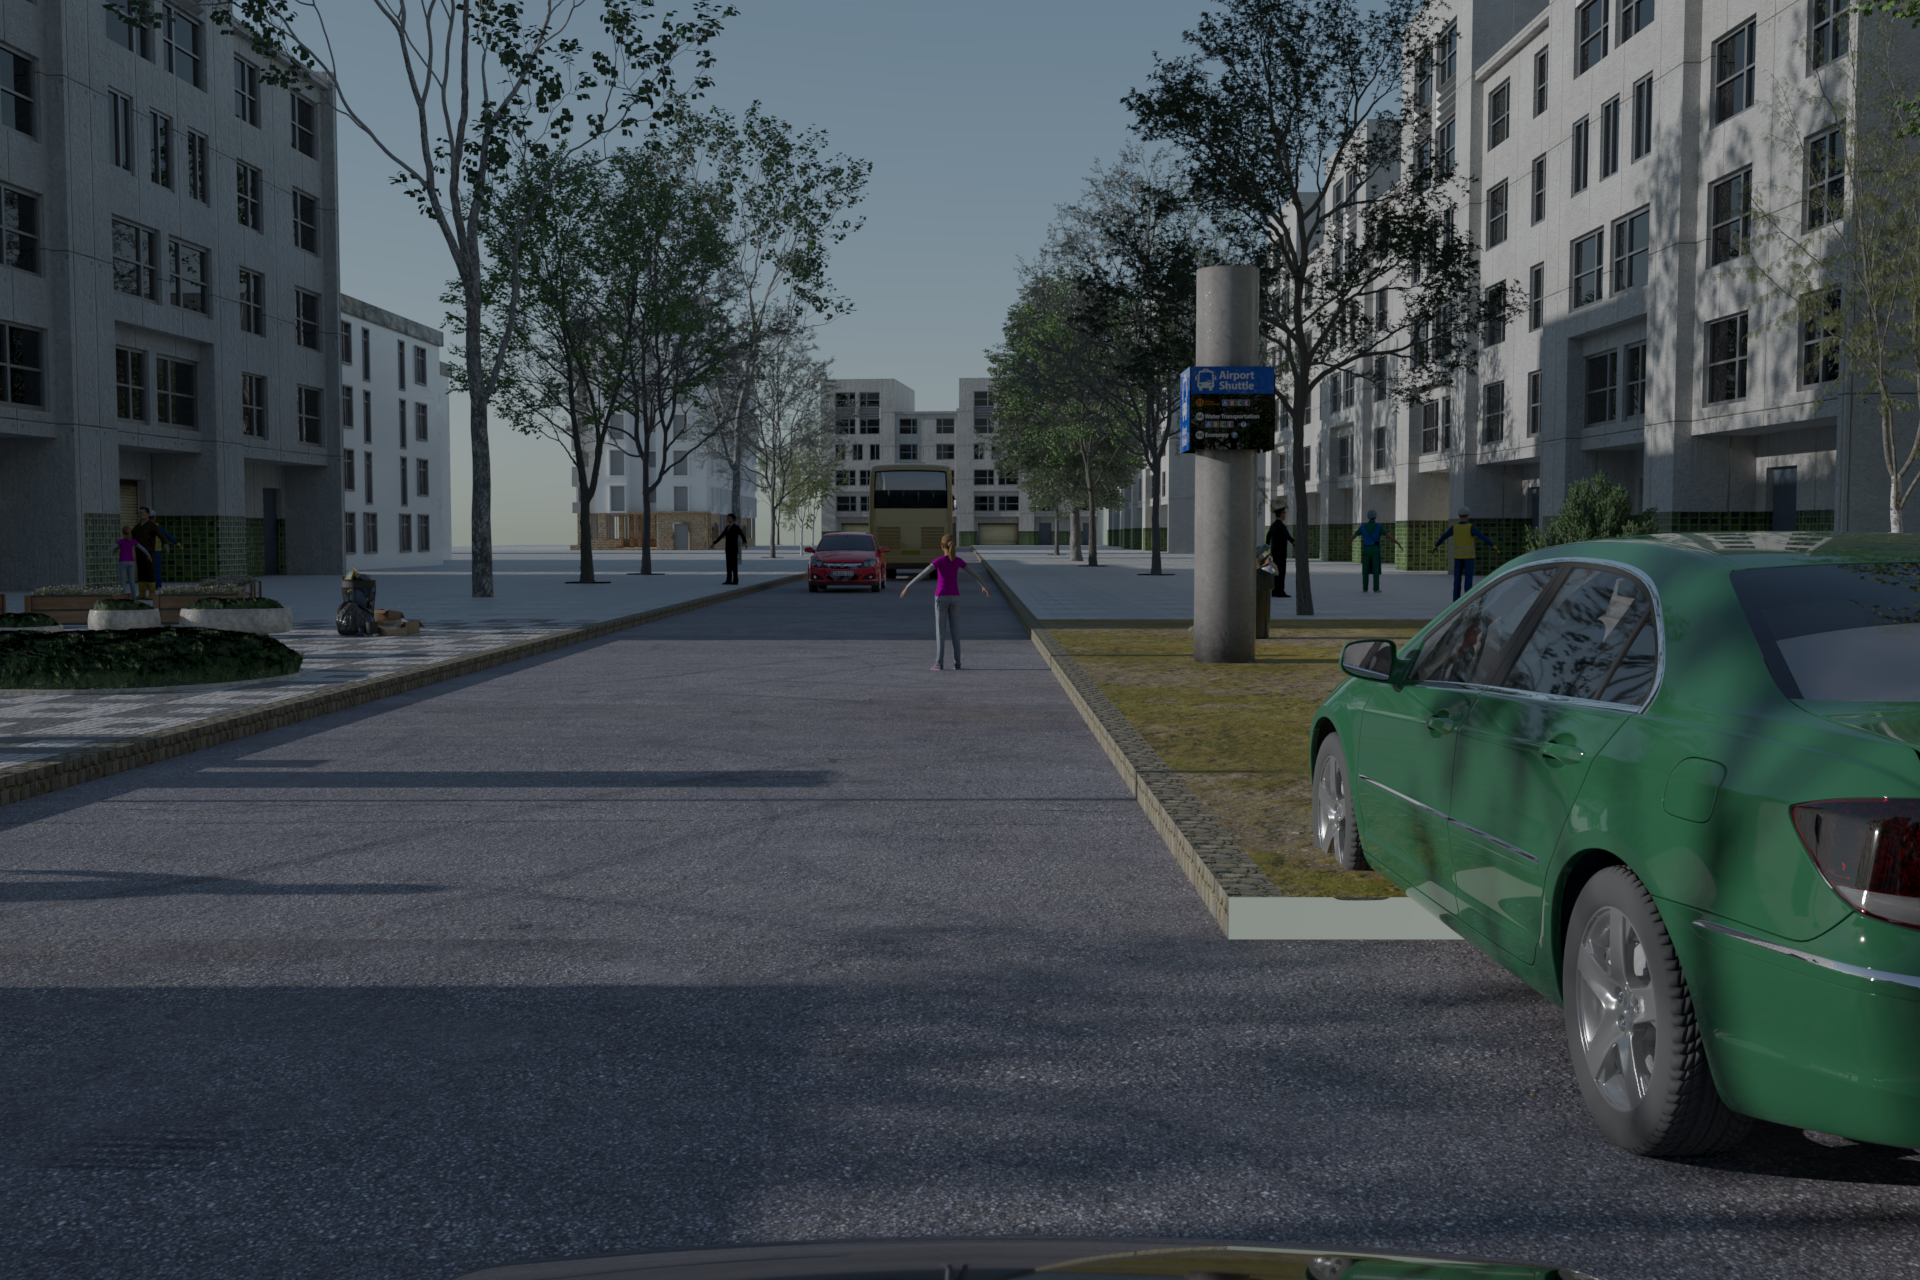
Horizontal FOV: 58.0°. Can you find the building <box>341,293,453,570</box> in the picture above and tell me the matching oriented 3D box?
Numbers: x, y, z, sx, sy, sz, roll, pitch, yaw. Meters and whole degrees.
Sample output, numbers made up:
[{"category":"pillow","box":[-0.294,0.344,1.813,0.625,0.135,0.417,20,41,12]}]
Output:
[{"category":"building","box":[-26.004,-7.951,72.147,9.099,9.664,28.070,0,3,0]}]

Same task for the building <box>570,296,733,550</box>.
[{"category":"building","box":[-24.830,-17.267,138.741,16.016,20.090,11.380,0,4,-1]}]

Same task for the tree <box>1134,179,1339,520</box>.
[{"category":"tree","box":[5.280,-5.264,36.431,4.360,8.622,3.978,0,3,0]}]

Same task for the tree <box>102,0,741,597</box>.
[{"category":"tree","box":[-10.495,-10.860,33.447,12.611,20.169,13.585,0,3,0]}]

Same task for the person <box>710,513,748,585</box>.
[{"category":"person","box":[-5.795,-2.299,43.773,1.347,1.806,0.705,3,5,40]}]

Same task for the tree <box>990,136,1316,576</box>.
[{"category":"tree","box":[6.050,-8.757,53.548,12.009,13.543,11.850,0,3,0]}]

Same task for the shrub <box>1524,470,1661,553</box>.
[{"category":"shrub","box":[7.800,-1.058,21.344,1.661,2.075,1.752,0,3,0]}]

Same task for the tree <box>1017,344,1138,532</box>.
[{"category":"tree","box":[6.407,-10.659,92.403,7.486,12.596,7.792,0,3,0]}]

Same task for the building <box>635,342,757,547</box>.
[{"category":"building","box":[-26.836,-19.309,172.121,16.016,20.090,11.380,0,4,1]}]

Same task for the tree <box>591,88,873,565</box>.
[{"category":"tree","box":[-9.921,-13.317,73.625,12.611,20.169,13.585,0,3,0]}]

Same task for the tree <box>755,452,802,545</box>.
[{"category":"tree","box":[-21.518,-16.987,203.485,9.928,11.665,9.643,0,3,0]}]

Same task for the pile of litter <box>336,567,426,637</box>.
[{"category":"pile of litter","box":[-7.511,-0.516,22.405,1.176,0.858,1.719,0,4,0]}]

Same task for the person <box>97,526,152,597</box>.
[{"category":"person","box":[-15.269,-1.371,31.686,0.599,1.433,0.991,3,5,41]}]

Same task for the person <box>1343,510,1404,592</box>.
[{"category":"person","box":[9.075,-1.957,38.131,1.347,1.817,0.704,2,4,29]}]

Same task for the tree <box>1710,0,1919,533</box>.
[{"category":"tree","box":[12.503,-4.424,22.688,4.360,8.622,3.978,0,3,0]}]

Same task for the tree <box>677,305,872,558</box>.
[{"category":"tree","box":[-9.851,-11.096,91.789,12.009,13.543,11.850,0,3,0]}]

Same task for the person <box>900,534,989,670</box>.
[{"category":"person","box":[-0.148,-0.404,18.327,0.991,1.433,0.599,-1,4,-20]}]

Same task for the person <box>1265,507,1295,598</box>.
[{"category":"person","box":[6.497,-1.783,35.081,0.705,1.837,1.347,-1,4,-20]}]

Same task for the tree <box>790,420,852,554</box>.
[{"category":"tree","box":[-9.114,-9.718,109.259,4.737,8.622,4.395,0,3,0]}]

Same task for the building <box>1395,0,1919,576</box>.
[{"category":"building","box":[23.807,-10.943,45.374,16.747,18.905,31.486,0,4,0]}]

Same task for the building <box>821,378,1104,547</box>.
[{"category":"building","box":[0.824,-20.424,202.846,31.486,18.905,16.747,0,4,6]}]

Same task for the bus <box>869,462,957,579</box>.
[{"category":"bus","box":[-1.525,-4.091,58.427,2.896,3.916,12.252,0,4,0]}]

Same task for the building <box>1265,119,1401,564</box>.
[{"category":"building","box":[25.704,-13.216,82.543,16.747,18.905,31.486,0,4,0]}]

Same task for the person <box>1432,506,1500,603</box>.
[{"category":"person","box":[8.905,-1.472,30.529,1.216,1.772,0.721,2,4,35]}]

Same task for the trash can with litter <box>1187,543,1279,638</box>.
[{"category":"trash can with litter","box":[3.337,-0.602,21.236,1.055,1.170,0.624,0,4,0]}]

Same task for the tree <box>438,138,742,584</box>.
[{"category":"tree","box":[-9.605,-7.278,44.752,9.928,11.665,9.643,0,3,0]}]

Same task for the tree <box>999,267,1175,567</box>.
[{"category":"tree","box":[5.108,-8.709,68.140,9.928,11.665,9.643,0,3,0]}]

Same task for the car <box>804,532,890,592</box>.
[{"category":"car","box":[-2.840,-2.139,44.014,2.155,1.783,4.494,0,4,0]}]

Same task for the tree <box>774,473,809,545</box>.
[{"category":"tree","box":[-19.070,-15.083,196.962,4.737,8.622,4.395,0,3,0]}]

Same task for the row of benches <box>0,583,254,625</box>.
[{"category":"row of benches","box":[-10.724,-0.355,21.273,4.104,0.672,1.422,-1,4,-12]}]

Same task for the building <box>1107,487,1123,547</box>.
[{"category":"building","box":[24.232,-18.667,171.659,16.747,18.905,31.486,0,4,0]}]

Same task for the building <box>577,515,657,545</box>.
[{"category":"building","box":[-27.978,-18.264,155.034,16.016,20.090,11.380,0,4,0]}]

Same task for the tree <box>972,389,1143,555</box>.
[{"category":"tree","box":[5.837,-11.866,104.386,12.009,13.543,11.850,0,3,0]}]

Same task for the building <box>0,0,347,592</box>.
[{"category":"building","box":[-27.993,-10.520,38.455,16.747,18.905,31.486,0,4,1]}]

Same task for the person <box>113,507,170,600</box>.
[{"category":"person","box":[-15.842,-1.682,33.631,1.346,1.812,0.704,1,4,19]}]

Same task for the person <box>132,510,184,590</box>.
[{"category":"person","box":[-18.451,-2.057,39.596,1.349,1.833,0.705,0,4,3]}]

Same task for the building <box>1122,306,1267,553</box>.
[{"category":"building","box":[22.583,-16.379,134.257,16.747,18.905,31.486,0,4,0]}]

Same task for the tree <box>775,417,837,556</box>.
[{"category":"tree","box":[-9.488,-9.332,102.939,4.360,8.622,3.978,0,3,0]}]

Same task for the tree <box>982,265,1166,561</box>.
[{"category":"tree","box":[5.494,-10.697,81.549,9.857,13.997,8.962,0,3,0]}]

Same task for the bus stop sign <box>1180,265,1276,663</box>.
[{"category":"bus stop sign","box":[2.667,-1.733,17.355,0.837,3.901,0.837,0,4,1]}]

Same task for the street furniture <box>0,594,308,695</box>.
[{"category":"street furniture","box":[-11.002,0.009,15.481,10.072,0.657,5.734,-1,4,-10]}]

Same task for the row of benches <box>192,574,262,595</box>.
[{"category":"row of benches","box":[-10.729,-0.604,25.337,1.422,0.672,4.104,-1,4,-17]}]

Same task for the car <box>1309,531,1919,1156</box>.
[{"category":"car","box":[2.396,0.389,5.437,2.131,1.459,4.920,0,4,-1]}]

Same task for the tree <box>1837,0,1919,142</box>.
[{"category":"tree","box":[10.580,-5.361,13.411,9.928,11.665,9.643,0,3,0]}]

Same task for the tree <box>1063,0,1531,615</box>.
[{"category":"tree","box":[5.119,-5.670,27.114,7.601,10.594,8.767,0,4,-2]}]

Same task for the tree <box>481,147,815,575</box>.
[{"category":"tree","box":[-9.768,-8.802,54.288,12.009,13.543,11.850,0,3,0]}]
